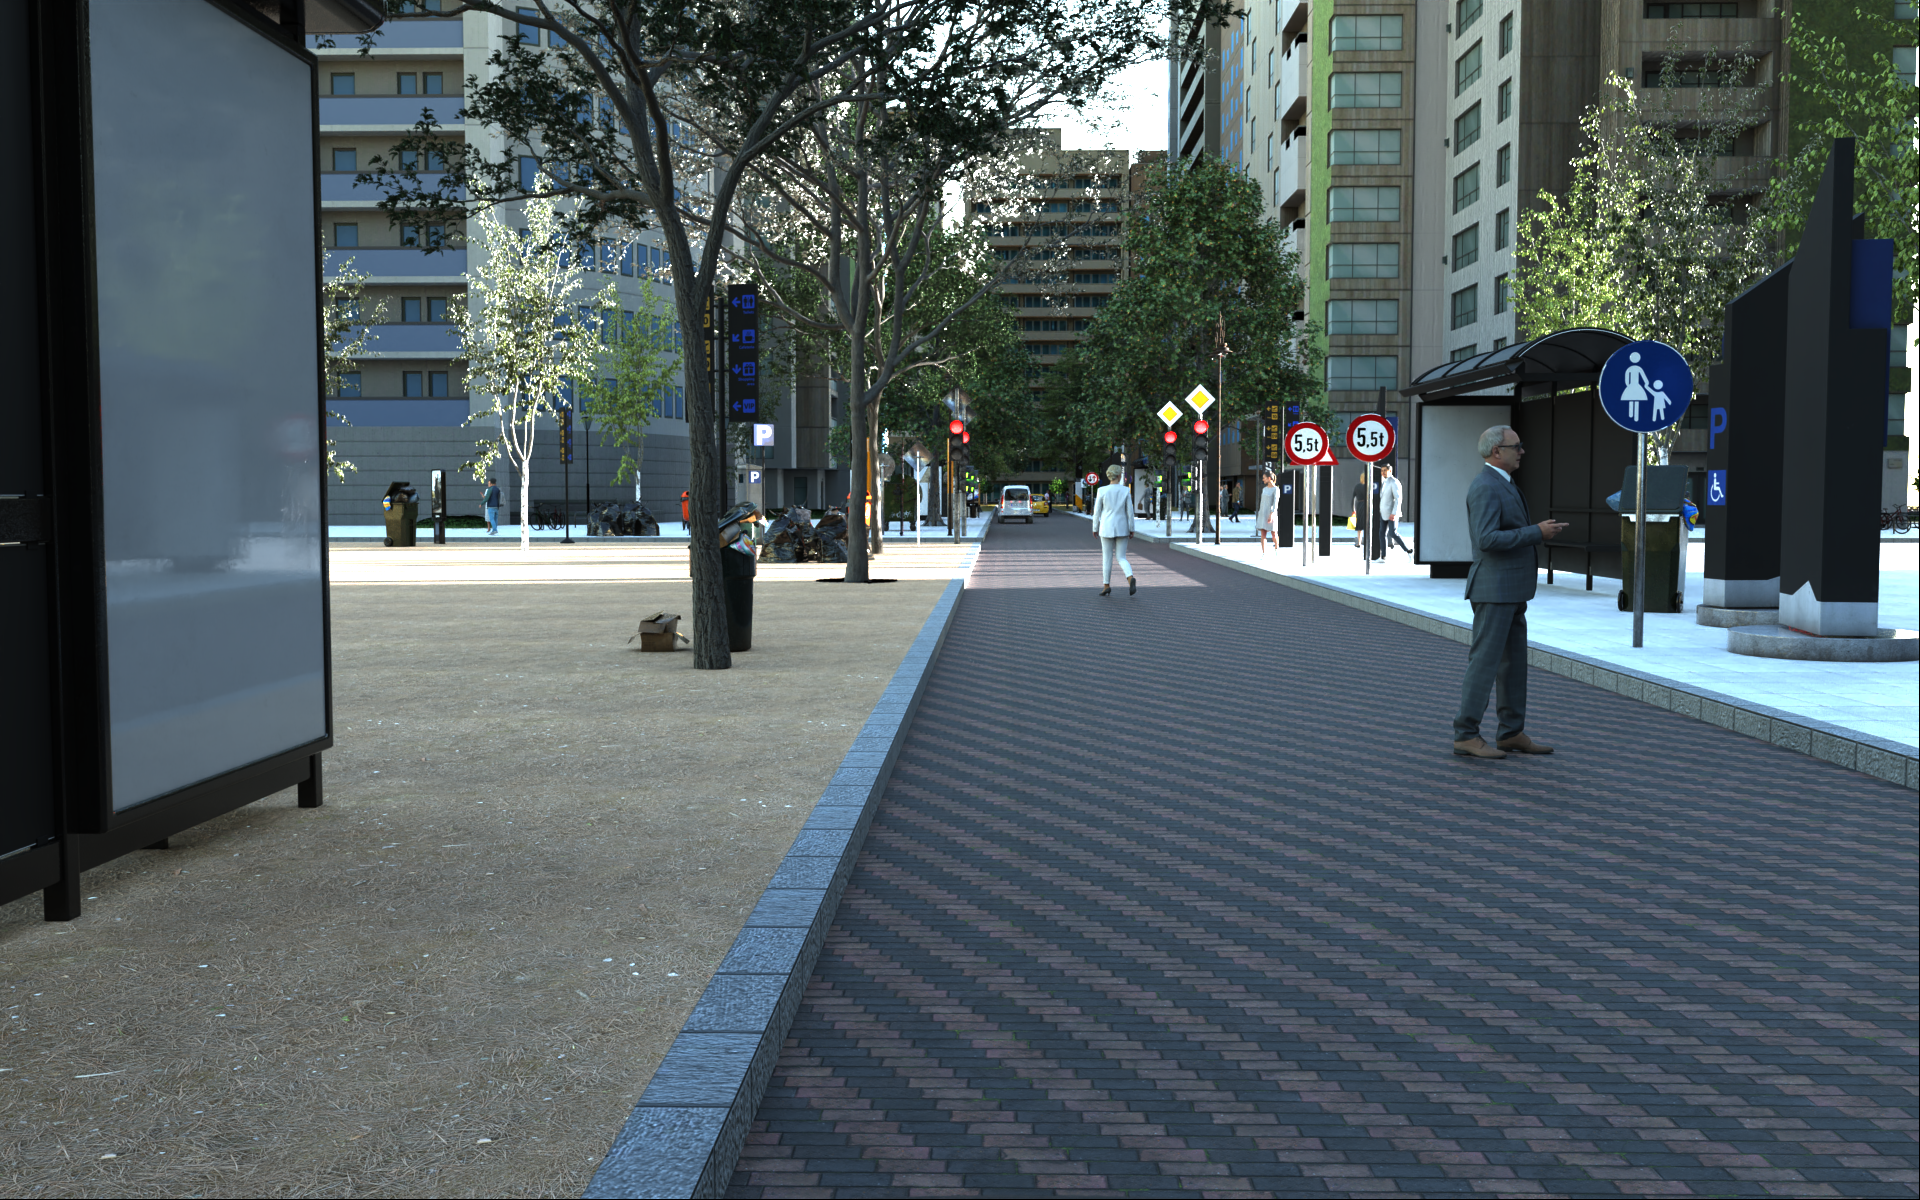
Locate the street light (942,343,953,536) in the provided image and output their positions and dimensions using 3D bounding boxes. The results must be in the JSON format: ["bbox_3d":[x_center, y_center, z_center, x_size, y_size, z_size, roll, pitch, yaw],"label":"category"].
[{"bbox_3d":[-0.307,-4.916,53.165,0.468,5.910,1.993,0,4,1],"label":"street light"}]

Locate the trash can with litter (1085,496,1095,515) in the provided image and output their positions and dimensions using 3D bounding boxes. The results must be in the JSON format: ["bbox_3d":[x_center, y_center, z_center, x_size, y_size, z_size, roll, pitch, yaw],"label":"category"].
[{"bbox_3d":[8.130,-5.810,106.382,0.624,1.170,1.055,-1,4,-21],"label":"trash can with litter"}]

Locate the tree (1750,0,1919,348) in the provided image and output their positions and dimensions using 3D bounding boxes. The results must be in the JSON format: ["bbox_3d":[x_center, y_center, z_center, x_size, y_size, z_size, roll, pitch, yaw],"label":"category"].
[{"bbox_3d":[11.839,-4.279,20.330,4.737,8.622,4.395,0,3,0],"label":"tree"}]

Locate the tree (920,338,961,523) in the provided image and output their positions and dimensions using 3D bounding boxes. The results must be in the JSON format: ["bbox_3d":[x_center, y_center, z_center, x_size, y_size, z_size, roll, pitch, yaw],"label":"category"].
[{"bbox_3d":[-0.049,-7.773,77.449,4.737,8.622,4.395,0,3,0],"label":"tree"}]

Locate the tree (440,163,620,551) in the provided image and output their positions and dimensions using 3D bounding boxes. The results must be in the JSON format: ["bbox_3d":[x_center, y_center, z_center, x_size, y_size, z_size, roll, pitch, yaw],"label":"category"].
[{"bbox_3d":[-9.792,-5.417,38.923,4.360,8.622,3.978,0,3,0],"label":"tree"}]

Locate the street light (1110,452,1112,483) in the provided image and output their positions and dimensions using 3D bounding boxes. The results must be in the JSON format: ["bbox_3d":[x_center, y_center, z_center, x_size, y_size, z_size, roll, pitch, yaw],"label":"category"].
[{"bbox_3d":[7.584,-6.982,86.936,0.468,5.910,1.993,0,4,1],"label":"street light"}]

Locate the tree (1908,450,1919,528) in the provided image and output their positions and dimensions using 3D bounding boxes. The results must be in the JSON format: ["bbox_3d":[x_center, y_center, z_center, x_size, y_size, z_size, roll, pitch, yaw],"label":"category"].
[{"bbox_3d":[36.260,-4.310,65.066,1.663,3.219,1.824,0,3,0],"label":"tree"}]

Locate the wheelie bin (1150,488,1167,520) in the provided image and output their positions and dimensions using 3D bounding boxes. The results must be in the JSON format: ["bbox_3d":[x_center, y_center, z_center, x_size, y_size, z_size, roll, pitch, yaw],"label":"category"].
[{"bbox_3d":[9.846,-4.740,85.406,0.980,1.594,0.693,1,4,8],"label":"wheelie bin"}]

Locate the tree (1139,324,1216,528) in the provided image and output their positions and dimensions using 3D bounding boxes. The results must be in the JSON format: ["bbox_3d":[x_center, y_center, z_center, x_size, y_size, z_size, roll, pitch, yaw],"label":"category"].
[{"bbox_3d":[7.788,-7.093,66.332,4.360,8.622,3.978,0,3,0],"label":"tree"}]

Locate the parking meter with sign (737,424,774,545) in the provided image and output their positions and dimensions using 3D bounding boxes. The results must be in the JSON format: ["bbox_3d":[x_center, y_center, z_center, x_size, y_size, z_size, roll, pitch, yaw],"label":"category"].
[{"bbox_3d":[-5.303,-2.909,43.819,0.543,3.016,1.738,-2,4,-30],"label":"parking meter with sign"}]

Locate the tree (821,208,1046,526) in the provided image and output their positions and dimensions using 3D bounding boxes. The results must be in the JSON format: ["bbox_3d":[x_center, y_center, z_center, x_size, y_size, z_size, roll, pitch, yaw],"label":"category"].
[{"bbox_3d":[-0.917,-9.288,68.860,9.611,12.733,9.660,0,3,0],"label":"tree"}]

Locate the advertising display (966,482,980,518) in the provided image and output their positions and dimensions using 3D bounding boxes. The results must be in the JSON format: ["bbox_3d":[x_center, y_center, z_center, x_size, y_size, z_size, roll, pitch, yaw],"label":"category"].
[{"bbox_3d":[0.709,-5.415,93.755,0.974,1.923,0.123,3,5,44],"label":"advertising display"}]

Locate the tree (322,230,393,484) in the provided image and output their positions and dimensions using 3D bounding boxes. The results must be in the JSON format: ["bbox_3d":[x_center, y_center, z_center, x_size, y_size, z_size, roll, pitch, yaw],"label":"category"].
[{"bbox_3d":[-14.989,-5.375,38.247,4.360,8.622,3.978,0,3,0],"label":"tree"}]

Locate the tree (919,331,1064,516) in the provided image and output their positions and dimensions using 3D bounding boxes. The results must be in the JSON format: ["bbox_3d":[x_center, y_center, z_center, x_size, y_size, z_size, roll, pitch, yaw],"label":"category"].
[{"bbox_3d":[0.541,-11.127,100.057,7.486,12.596,7.792,0,3,0],"label":"tree"}]

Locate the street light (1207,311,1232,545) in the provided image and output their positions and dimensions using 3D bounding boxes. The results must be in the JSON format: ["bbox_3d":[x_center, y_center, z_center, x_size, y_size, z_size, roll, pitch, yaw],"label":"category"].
[{"bbox_3d":[6.561,-4.350,43.916,0.468,5.910,1.993,0,4,1],"label":"street light"}]

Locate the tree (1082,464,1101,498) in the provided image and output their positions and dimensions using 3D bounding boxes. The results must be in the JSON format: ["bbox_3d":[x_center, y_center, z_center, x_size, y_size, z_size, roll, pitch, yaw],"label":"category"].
[{"bbox_3d":[8.721,-7.212,112.519,1.663,3.219,1.824,0,3,0],"label":"tree"}]

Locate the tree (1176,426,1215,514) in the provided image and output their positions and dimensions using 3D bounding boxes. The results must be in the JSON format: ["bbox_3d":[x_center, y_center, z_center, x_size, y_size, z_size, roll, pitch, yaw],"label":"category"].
[{"bbox_3d":[14.506,-9.952,113.085,4.737,8.622,4.395,0,3,0],"label":"tree"}]

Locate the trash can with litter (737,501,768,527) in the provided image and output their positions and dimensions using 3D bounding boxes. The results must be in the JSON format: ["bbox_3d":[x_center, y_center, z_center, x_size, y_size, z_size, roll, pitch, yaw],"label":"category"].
[{"bbox_3d":[-3.471,-0.907,26.210,0.624,1.170,1.055,3,5,40],"label":"trash can with litter"}]

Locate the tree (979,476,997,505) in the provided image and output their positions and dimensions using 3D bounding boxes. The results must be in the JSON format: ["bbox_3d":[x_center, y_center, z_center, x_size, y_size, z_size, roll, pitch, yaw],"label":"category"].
[{"bbox_3d":[2.830,-11.463,182.023,1.663,3.219,1.824,0,3,0],"label":"tree"}]

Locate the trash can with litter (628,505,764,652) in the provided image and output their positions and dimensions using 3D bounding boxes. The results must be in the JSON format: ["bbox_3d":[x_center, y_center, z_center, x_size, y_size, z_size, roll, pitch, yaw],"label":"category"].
[{"bbox_3d":[-2.175,-0.167,14.120,1.055,1.170,0.624,0,4,-3],"label":"trash can with litter"}]

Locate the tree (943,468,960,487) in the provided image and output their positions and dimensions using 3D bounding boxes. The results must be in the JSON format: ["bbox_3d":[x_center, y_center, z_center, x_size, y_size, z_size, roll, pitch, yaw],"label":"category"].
[{"bbox_3d":[-0.249,-6.997,109.002,1.663,3.219,1.824,0,3,0],"label":"tree"}]

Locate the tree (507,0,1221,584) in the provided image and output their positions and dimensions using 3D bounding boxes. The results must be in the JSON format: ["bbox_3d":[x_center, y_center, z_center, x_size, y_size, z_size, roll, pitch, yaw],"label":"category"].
[{"bbox_3d":[-1.375,-7.005,24.907,12.009,13.543,11.850,0,3,0],"label":"tree"}]

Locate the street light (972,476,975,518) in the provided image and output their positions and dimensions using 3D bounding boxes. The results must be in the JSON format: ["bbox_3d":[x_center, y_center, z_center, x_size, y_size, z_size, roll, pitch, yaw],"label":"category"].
[{"bbox_3d":[0.707,-7.303,92.198,0.468,5.910,1.993,0,4,1],"label":"street light"}]

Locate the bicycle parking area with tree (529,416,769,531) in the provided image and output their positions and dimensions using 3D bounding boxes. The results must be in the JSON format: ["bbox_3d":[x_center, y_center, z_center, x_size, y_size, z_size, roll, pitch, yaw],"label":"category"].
[{"bbox_3d":[-11.295,-4.711,64.028,8.231,4.147,9.016,1,4,17],"label":"bicycle parking area with tree"}]

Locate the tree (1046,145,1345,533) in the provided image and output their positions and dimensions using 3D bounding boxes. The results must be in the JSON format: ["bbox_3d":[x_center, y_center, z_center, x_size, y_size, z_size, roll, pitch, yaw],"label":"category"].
[{"bbox_3d":[7.922,-8.578,57.259,9.611,12.733,9.660,0,3,0],"label":"tree"}]

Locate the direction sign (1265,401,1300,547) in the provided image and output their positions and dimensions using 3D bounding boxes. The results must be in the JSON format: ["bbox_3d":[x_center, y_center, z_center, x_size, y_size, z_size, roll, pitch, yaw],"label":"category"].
[{"bbox_3d":[7.838,-3.070,42.185,0.876,3.537,0.379,-1,4,-10],"label":"direction sign"}]

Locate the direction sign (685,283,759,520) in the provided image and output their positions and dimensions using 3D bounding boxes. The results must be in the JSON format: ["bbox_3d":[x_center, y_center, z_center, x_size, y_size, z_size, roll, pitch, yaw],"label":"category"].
[{"bbox_3d":[-2.586,-1.642,18.842,0.876,3.537,0.379,1,4,19],"label":"direction sign"}]

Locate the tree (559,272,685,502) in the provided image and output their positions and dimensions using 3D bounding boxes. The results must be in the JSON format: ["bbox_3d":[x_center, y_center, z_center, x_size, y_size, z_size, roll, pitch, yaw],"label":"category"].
[{"bbox_3d":[-10.792,-6.497,56.596,4.737,8.622,4.395,0,3,0],"label":"tree"}]

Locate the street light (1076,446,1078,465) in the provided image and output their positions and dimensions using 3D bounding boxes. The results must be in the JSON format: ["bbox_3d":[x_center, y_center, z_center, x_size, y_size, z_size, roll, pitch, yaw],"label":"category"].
[{"bbox_3d":[8.466,-9.369,125.976,0.468,5.910,1.993,0,4,1],"label":"street light"}]

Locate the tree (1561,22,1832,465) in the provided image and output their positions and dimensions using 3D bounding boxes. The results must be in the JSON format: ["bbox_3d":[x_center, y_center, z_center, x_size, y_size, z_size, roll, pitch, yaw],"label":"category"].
[{"bbox_3d":[11.686,-4.753,28.082,4.360,8.622,3.978,0,3,0],"label":"tree"}]

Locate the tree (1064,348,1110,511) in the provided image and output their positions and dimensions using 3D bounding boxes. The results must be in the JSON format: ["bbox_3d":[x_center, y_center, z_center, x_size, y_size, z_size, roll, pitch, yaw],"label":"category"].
[{"bbox_3d":[8.770,-13.225,134.348,7.486,12.596,7.792,0,3,0],"label":"tree"}]

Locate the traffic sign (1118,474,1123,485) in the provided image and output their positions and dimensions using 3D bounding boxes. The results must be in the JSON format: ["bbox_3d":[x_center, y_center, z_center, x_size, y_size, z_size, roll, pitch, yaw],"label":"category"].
[{"bbox_3d":[7.690,-5.051,84.721,0.606,2.300,0.079,1,4,10],"label":"traffic sign"}]

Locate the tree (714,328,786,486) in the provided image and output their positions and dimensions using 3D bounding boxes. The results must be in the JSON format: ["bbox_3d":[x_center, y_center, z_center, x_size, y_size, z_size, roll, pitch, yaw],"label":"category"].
[{"bbox_3d":[-9.423,-7.719,76.566,4.360,8.622,3.978,0,3,0],"label":"tree"}]

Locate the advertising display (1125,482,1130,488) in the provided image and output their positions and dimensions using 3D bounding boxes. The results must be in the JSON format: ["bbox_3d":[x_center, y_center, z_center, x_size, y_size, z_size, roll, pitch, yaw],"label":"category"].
[{"bbox_3d":[9.014,-5.539,95.774,0.123,1.923,0.974,-3,5,-44],"label":"advertising display"}]

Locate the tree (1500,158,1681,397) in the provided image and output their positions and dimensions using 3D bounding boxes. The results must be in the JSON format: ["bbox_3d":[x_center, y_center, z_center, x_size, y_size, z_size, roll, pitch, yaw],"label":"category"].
[{"bbox_3d":[14.188,-5.425,39.054,4.737,8.622,4.395,0,3,0],"label":"tree"}]

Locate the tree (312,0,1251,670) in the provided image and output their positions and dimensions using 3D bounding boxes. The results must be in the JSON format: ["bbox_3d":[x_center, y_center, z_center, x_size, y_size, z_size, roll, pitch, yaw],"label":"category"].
[{"bbox_3d":[-1.841,-4.795,12.808,8.767,10.594,7.601,0,4,-6],"label":"tree"}]

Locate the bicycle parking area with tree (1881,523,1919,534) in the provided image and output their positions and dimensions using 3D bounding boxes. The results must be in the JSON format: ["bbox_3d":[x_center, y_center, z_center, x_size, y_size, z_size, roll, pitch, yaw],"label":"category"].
[{"bbox_3d":[32.426,-4.365,58.373,8.231,4.147,9.016,-1,4,-18],"label":"bicycle parking area with tree"}]

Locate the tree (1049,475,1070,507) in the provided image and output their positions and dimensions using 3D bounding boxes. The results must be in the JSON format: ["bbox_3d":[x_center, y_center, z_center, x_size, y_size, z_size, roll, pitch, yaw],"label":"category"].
[{"bbox_3d":[11.487,-12.627,201.046,1.663,3.219,1.824,0,3,0],"label":"tree"}]

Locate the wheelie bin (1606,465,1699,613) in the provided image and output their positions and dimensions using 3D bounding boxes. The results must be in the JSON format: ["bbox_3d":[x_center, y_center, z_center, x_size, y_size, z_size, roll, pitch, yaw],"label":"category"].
[{"bbox_3d":[7.576,-0.676,18.956,0.980,1.594,0.693,2,4,32],"label":"wheelie bin"}]

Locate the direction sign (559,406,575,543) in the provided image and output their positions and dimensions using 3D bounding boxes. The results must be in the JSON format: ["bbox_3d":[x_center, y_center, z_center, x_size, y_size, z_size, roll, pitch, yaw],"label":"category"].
[{"bbox_3d":[-10.234,-3.245,45.050,0.379,3.537,0.876,-2,4,-32],"label":"direction sign"}]

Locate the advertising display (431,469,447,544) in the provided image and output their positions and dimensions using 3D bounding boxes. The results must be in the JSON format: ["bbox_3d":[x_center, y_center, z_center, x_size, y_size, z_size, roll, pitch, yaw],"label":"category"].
[{"bbox_3d":[-13.403,-2.406,44.545,0.123,1.923,0.974,-2,4,-31],"label":"advertising display"}]

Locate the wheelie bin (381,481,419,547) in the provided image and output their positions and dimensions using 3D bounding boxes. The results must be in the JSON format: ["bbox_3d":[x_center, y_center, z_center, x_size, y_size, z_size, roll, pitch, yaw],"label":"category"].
[{"bbox_3d":[-13.627,-2.104,42.313,0.693,1.594,0.980,1,4,20],"label":"wheelie bin"}]
